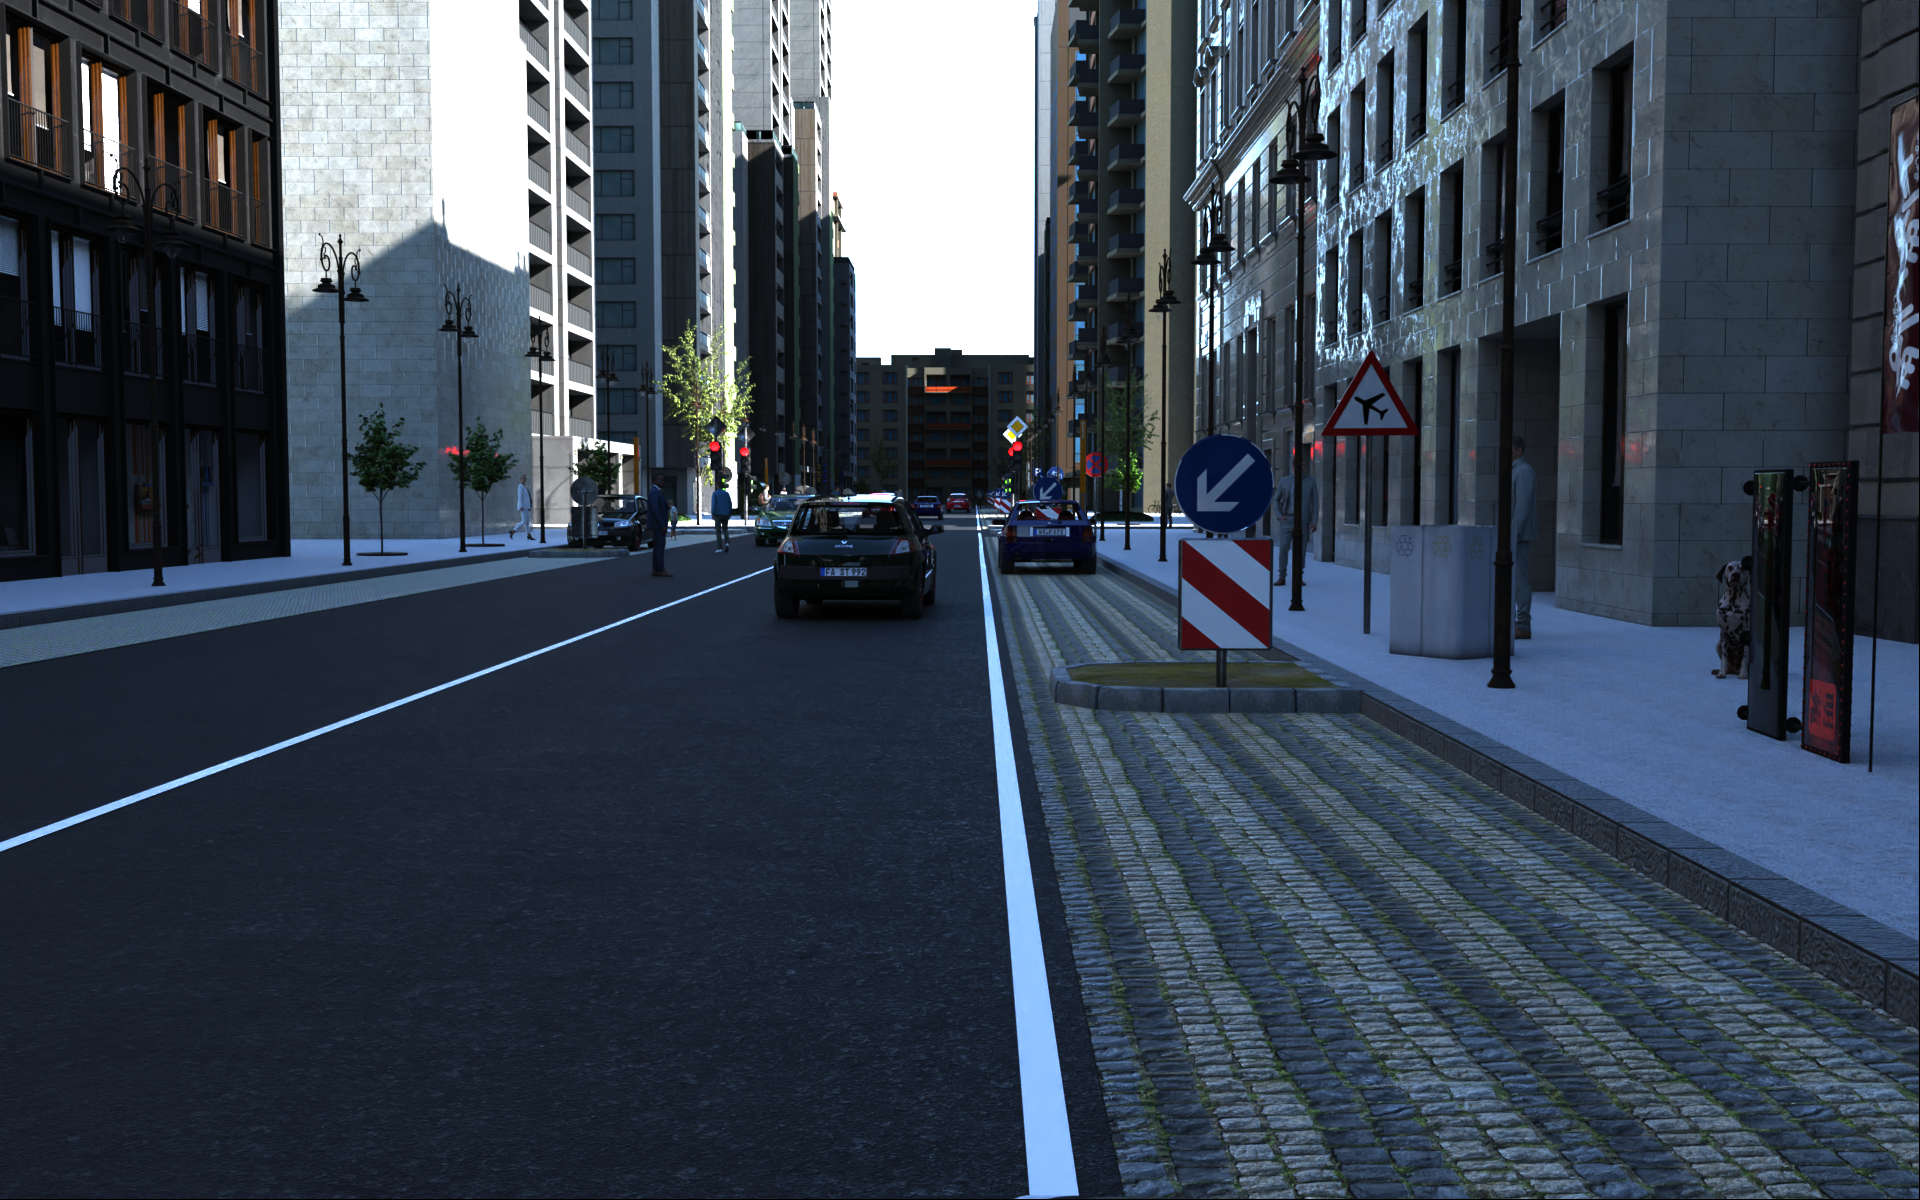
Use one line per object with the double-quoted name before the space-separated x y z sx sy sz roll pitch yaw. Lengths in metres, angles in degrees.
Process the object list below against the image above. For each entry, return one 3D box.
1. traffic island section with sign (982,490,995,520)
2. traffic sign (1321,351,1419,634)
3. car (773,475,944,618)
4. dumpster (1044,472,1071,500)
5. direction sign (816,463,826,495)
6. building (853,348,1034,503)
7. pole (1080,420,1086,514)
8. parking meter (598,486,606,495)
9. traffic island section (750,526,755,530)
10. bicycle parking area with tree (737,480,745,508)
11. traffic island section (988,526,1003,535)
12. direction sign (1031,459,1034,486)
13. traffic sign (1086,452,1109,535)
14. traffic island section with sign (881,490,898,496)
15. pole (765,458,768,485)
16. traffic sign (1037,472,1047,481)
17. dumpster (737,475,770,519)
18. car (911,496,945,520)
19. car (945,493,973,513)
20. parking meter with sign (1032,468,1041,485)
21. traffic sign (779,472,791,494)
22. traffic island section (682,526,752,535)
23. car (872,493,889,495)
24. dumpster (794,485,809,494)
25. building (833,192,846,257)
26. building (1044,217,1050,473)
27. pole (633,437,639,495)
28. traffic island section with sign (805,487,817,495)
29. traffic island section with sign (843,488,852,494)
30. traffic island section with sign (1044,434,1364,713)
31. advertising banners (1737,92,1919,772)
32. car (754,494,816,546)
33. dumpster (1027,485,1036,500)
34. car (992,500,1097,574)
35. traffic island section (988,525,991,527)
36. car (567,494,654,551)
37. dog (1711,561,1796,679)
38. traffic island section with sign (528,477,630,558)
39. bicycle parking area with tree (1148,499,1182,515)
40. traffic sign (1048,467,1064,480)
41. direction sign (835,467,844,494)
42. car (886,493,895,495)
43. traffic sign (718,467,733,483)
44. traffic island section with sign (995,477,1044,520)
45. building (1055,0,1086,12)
"traffic island section with sign" 2.368 -5.268 94.752 1.989 1.847 2.006 0 4 1
"traffic sign" 3.739 -0.969 15.844 0.884 2.594 0.081 0 4 4
"car" -1.225 -0.711 21.411 2.009 1.686 4.222 0 4 2
"dumpster" 4.265 -4.679 79.002 1.502 2.255 1.985 0 4 0
"direction sign" -10.061 -8.177 125.690 0.876 3.537 0.379 -3 4 -39
"building" -1.515 -24.471 245.137 28.899 21.520 27.650 0 4 1
"pole" 3.393 -3.298 47.761 0.158 3.312 0.155 0 3 0
"parking meter" -10.660 -2.622 51.274 0.372 1.533 0.369 0 3 0
"traffic island section" -8.697 -2.934 70.254 2.009 0.180 2.903 0 4 1
"bicycle parking area with tree" -17.390 -8.335 123.279 8.231 4.147 9.016 -2 4 -30
"traffic island section" 2.074 -2.440 62.170 2.009 0.180 2.903 0 4 1
"direction sign" 4.620 -7.337 111.956 0.379 3.537 0.876 -1 4 -13
"traffic sign" 4.101 -3.198 52.391 0.768 2.556 0.104 0 4 3
"traffic island section with sign" -7.490 -9.993 172.007 1.989 1.847 2.006 0 4 1
"pole" -10.936 -6.364 97.891 0.158 3.312 0.155 0 3 0
"traffic sign" 4.885 -6.178 101.112 0.768 2.556 0.104 0 4 8
"dumpster" -10.605 -5.272 88.691 1.502 2.255 1.985 0 4 0
"car" -1.803 -5.156 96.883 1.945 1.354 3.894 0 4 1
"car" -0.108 -7.640 133.957 2.155 1.783 4.494 0 4 2
"parking meter with sign" 4.989 -7.227 114.427 0.543 3.016 1.738 1 4 11
"traffic sign" -10.235 -6.159 100.800 0.768 2.556 0.104 0 4 4
"traffic island section" -8.767 -2.446 62.270 2.009 0.180 2.903 0 4 1
"car" -5.039 -6.000 107.143 2.155 1.783 4.494 0 4 2
"dumpster" -10.516 -6.773 116.492 1.264 1.857 1.865 0 4 0
"building" -30.812 -35.934 242.148 28.867 44.769 22.147 0 4 1
"building" 15.784 -25.125 182.489 14.160 30.474 14.107 0 4 1
"pole" -11.588 -4.172 62.052 0.158 3.312 0.155 0 3 0
"traffic island section with sign" -8.148 -5.274 94.854 1.989 1.847 2.006 0 4 1
"traffic island section with sign" -7.910 -6.964 122.493 1.989 1.847 2.006 0 4 1
"traffic island section with sign" 1.645 -0.219 12.210 1.989 1.847 2.006 0 4 1
"advertising banners" 4.238 -0.748 8.415 0.090 3.025 2.074 0 4 5
"car" -4.733 -2.300 49.402 2.131 1.459 4.920 0 4 1
"dumpster" 4.488 -5.749 99.754 1.264 1.857 1.865 0 4 1
"car" 1.579 -1.197 32.150 1.945 1.354 3.894 0 4 0
"traffic island section" 2.144 -2.928 70.155 2.009 0.180 2.903 0 4 1
"car" -8.836 -2.110 44.293 2.009 1.686 4.222 0 4 1
"dog" 5.592 0.135 12.171 0.800 0.831 0.513 -1 4 -16
"traffic island section with sign" -8.640 -1.892 39.565 1.989 1.847 2.006 0 4 1
"bicycle parking area with tree" 16.789 -7.320 106.691 9.016 4.147 8.231 -1 4 -23
"traffic sign" 4.422 -4.895 80.133 0.768 2.556 0.104 0 4 3
"direction sign" -10.035 -9.298 144.020 0.876 3.537 0.379 -3 4 -37
"car" -4.909 -6.437 114.832 1.945 1.707 3.694 0 4 -1
"traffic sign" -10.907 -4.897 80.176 0.768 2.556 0.104 0 4 8
"traffic island section with sign" 1.881 -1.902 39.729 1.989 1.847 2.006 0 4 1
"building" 15.184 -30.787 153.484 14.600 45.320 14.200 0 4 1
